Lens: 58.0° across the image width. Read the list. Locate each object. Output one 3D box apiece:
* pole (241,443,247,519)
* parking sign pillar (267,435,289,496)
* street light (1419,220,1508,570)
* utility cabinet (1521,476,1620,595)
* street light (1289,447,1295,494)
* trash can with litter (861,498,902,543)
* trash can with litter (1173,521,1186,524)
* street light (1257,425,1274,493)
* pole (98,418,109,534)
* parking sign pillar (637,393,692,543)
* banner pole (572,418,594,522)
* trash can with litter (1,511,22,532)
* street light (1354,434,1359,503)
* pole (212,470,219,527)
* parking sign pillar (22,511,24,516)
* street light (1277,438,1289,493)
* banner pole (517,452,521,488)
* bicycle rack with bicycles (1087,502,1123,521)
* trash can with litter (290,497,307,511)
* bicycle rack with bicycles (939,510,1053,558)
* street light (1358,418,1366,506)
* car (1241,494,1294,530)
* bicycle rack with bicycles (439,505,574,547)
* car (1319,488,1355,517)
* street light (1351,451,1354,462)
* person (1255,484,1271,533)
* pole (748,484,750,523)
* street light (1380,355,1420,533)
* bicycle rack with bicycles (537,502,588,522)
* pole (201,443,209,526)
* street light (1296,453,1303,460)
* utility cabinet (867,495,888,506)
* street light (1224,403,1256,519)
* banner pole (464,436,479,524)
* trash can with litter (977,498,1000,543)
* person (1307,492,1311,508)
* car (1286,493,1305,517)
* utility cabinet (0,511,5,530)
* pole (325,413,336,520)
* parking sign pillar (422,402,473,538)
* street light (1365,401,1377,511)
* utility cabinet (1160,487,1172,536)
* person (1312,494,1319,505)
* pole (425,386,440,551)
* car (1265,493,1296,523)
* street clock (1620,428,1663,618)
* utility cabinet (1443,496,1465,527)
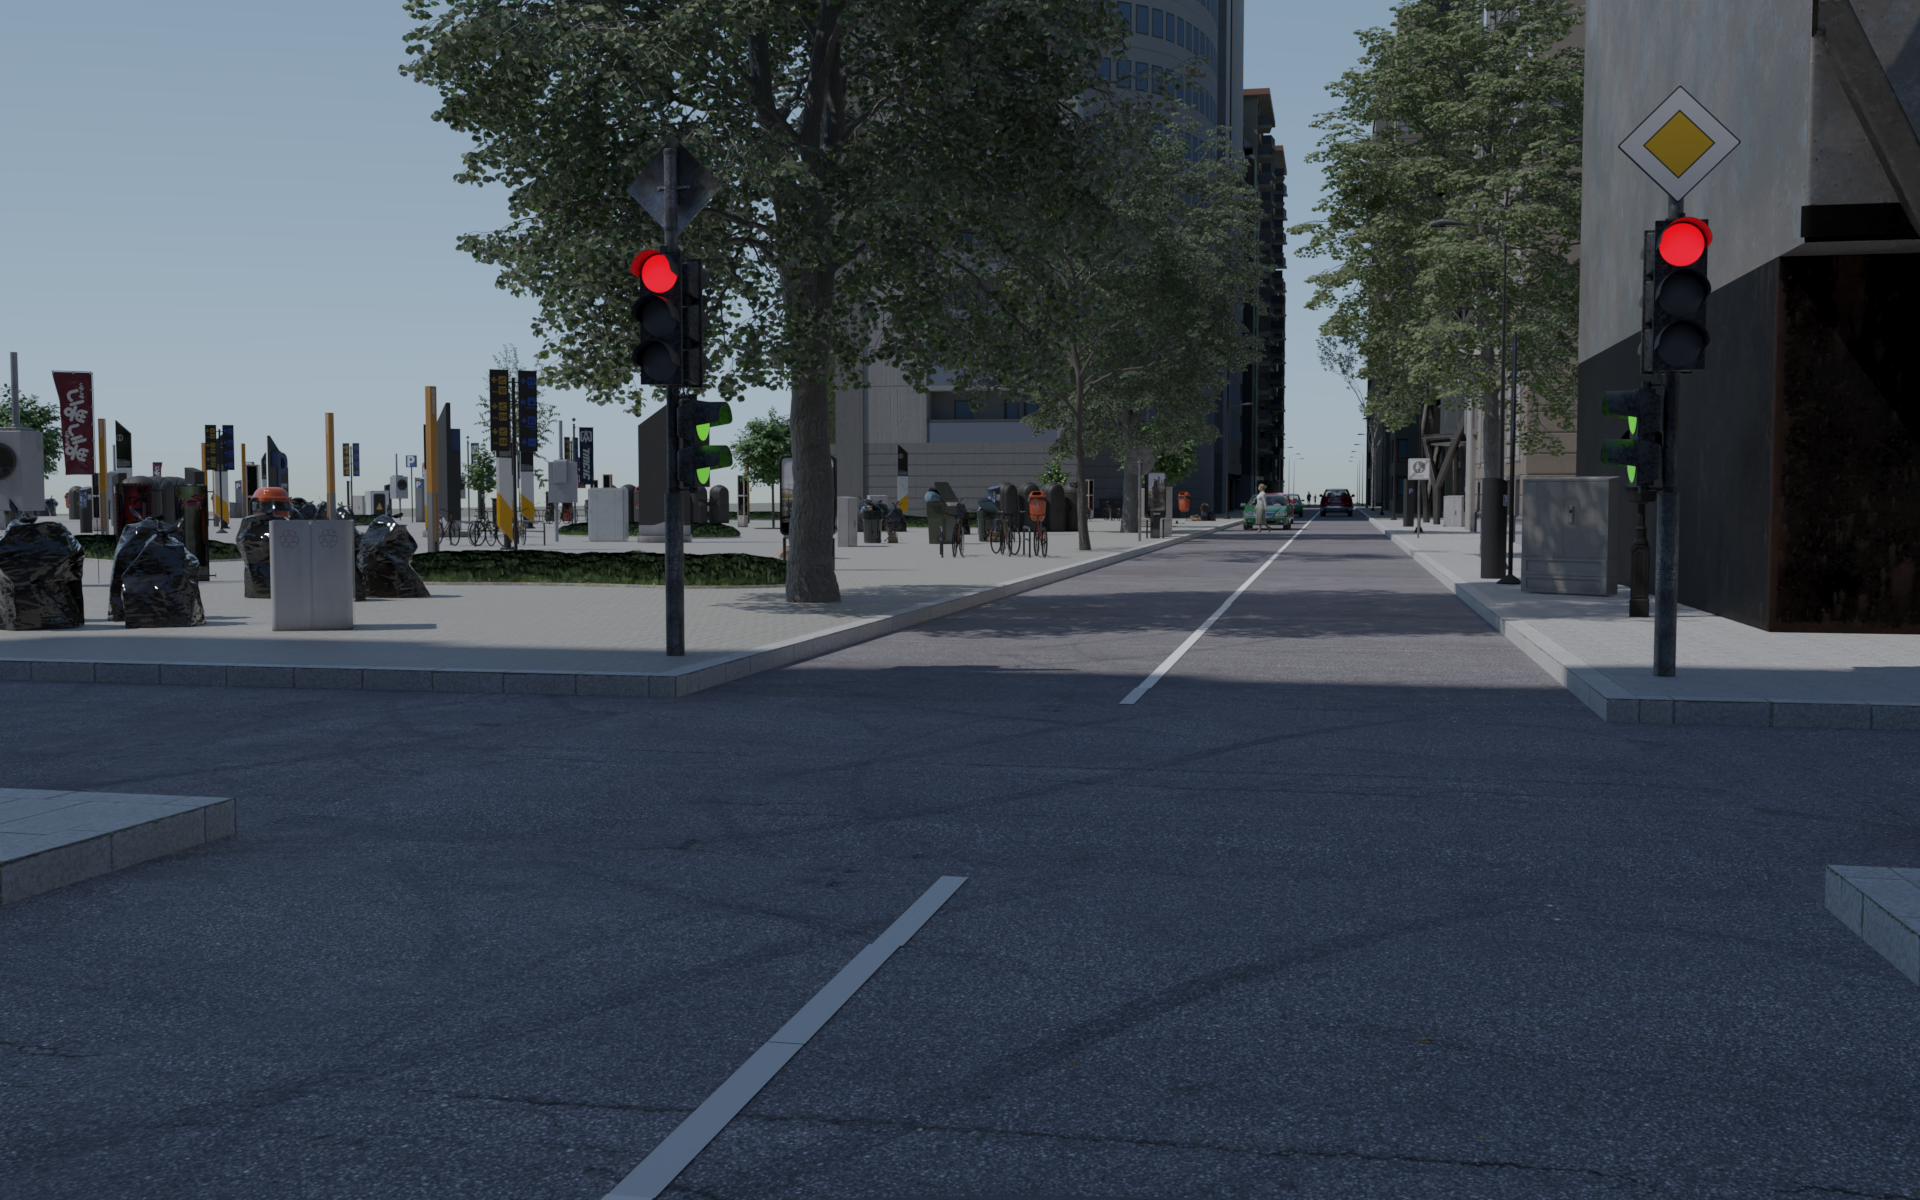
[{"bbox_3d":[-28.782,-4.635,69.620,0.158,3.312,0.155,0,3,0],"label":"pole"},{"bbox_3d":[-31.562,-5.610,80.194,1.447,3.967,1.447,0,4,2],"label":"parking sign pillar"},{"bbox_3d":[8.651,-3.478,29.413,1.470,5.913,1.316,1,4,12],"label":"street light"},{"bbox_3d":[7.766,-0.820,22.082,0.318,1.500,1.173,-3,5,-42],"label":"utility cabinet"},{"bbox_3d":[31.939,-12.072,169.919,1.470,5.913,1.316,1,4,12],"label":"street light"},{"bbox_3d":[-2.053,-2.072,45.265,1.055,1.170,0.624,-1,4,-9],"label":"trash can with litter"},{"bbox_3d":[8.692,-3.855,74.091,2.233,1.210,1.678,-1,4,-14],"label":"trash can with litter"},{"bbox_3d":[20.337,-8.791,116.275,1.470,5.913,1.316,1,4,12],"label":"street light"},{"bbox_3d":[-23.128,-3.237,46.770,0.158,3.312,0.155,0,3,0],"label":"pole"},{"bbox_3d":[-7.849,-3.514,45.934,1.447,3.967,1.447,1,4,12],"label":"parking sign pillar"},{"bbox_3d":[-12.419,-4.088,56.862,0.863,3.779,0.401,-1,4,-17],"label":"banner pole"},{"bbox_3d":[-30.942,-2.734,56.082,1.055,1.170,0.624,-2,4,-28],"label":"trash can with litter"},{"bbox_3d":[31.143,-9.800,132.765,1.470,5.913,1.316,1,4,12],"label":"street light"},{"bbox_3d":[-29.217,-4.532,67.947,0.158,3.312,0.155,0,3,0],"label":"pole"},{"bbox_3d":[-44.058,-5.646,80.781,1.447,3.967,1.447,3,4,38],"label":"parking sign pillar"},{"bbox_3d":[26.437,-10.520,144.542,1.470,5.913,1.316,1,4,12],"label":"street light"},{"bbox_3d":[-23.027,-6.199,91.365,0.401,3.779,0.863,3,5,41],"label":"banner pole"},{"bbox_3d":[6.824,-4.242,82.745,2.852,0.926,2.925,0,4,3],"label":"bicycle rack with bicycles"},{"bbox_3d":[-22.985,-2.996,60.376,0.624,1.170,1.055,0,4,-3],"label":"trash can with litter"},{"bbox_3d":[0.628,-1.378,35.916,2.852,0.926,2.925,0,4,0],"label":"bicycle rack with bicycles"},{"bbox_3d":[25.138,-8.118,105.277,1.470,5.913,1.316,1,4,12],"label":"street light"},{"bbox_3d":[12.507,-3.583,70.381,2.131,1.459,4.920,1,4,12],"label":"car"},{"bbox_3d":[-11.590,-1.818,43.110,2.852,0.926,2.925,-2,4,-34],"label":"bicycle rack with bicycles"},{"bbox_3d":[24.354,-6.316,111.947,2.281,1.827,5.304,1,4,13],"label":"car"},{"bbox_3d":[37.160,-11.488,160.363,1.470,5.913,1.316,1,4,12],"label":"street light"},{"bbox_3d":[11.098,-3.345,63.411,0.641,1.798,0.478,0,4,5],"label":"person"},{"bbox_3d":[-9.286,-4.994,75.502,0.158,3.312,0.155,0,3,0],"label":"pole"},{"bbox_3d":[14.716,-5.195,57.480,1.470,5.913,1.316,1,4,12],"label":"street light"},{"bbox_3d":[-17.259,-3.736,74.460,2.852,0.926,2.925,-3,4,-37],"label":"bicycle rack with bicycles"},{"bbox_3d":[-29.987,-4.584,68.787,0.158,3.312,0.155,0,3,0],"label":"pole"},{"bbox_3d":[38.145,-13.784,197.901,1.470,5.913,1.316,1,4,12],"label":"street light"},{"bbox_3d":[-4.094,-4.586,86.149,1.020,1.237,0.306,-2,4,-33],"label":"utility cabinet"},{"bbox_3d":[14.230,-7.095,88.544,1.470,5.913,1.316,1,4,12],"label":"street light"},{"bbox_3d":[-20.934,-5.160,74.386,0.863,3.779,0.401,2,4,27],"label":"banner pole"},{"bbox_3d":[0.869,-2.131,46.223,0.624,1.170,1.055,-2,4,-25],"label":"trash can with litter"},{"bbox_3d":[37.176,-10.708,184.499,0.541,1.710,0.530,0,4,-6],"label":"person"},{"bbox_3d":[20.468,-6.058,107.851,1.959,1.807,4.718,1,4,11],"label":"car"},{"bbox_3d":[-34.120,-3.106,61.938,0.306,1.237,1.020,1,4,15],"label":"utility cabinet"},{"bbox_3d":[-15.773,-3.032,43.417,0.158,3.312,0.155,0,3,0],"label":"pole"},{"bbox_3d":[-15.309,-3.861,51.600,1.447,3.967,1.447,-3,4,-36],"label":"parking sign pillar"},{"bbox_3d":[20.779,-6.880,85.027,1.470,5.913,1.316,1,4,12],"label":"street light"},{"bbox_3d":[6.098,-2.658,52.132,0.318,1.500,1.173,1,4,20],"label":"utility cabinet"},{"bbox_3d":[45.991,-12.990,224.149,0.557,1.426,1.065,-3,4,-36],"label":"person"},{"bbox_3d":[-9.988,-2.381,32.778,0.158,3.312,0.155,0,3,0],"label":"pole"},{"bbox_3d":[15.219,-4.583,83.966,2.155,1.783,4.494,1,4,14],"label":"car"},{"bbox_3d":[7.095,-0.824,18.037,0.471,2.002,0.358,2,4,25],"label":"street clock"},{"bbox_3d":[19.346,-3.457,67.678,0.306,1.237,1.020,-2,4,-26],"label":"utility cabinet"}]
